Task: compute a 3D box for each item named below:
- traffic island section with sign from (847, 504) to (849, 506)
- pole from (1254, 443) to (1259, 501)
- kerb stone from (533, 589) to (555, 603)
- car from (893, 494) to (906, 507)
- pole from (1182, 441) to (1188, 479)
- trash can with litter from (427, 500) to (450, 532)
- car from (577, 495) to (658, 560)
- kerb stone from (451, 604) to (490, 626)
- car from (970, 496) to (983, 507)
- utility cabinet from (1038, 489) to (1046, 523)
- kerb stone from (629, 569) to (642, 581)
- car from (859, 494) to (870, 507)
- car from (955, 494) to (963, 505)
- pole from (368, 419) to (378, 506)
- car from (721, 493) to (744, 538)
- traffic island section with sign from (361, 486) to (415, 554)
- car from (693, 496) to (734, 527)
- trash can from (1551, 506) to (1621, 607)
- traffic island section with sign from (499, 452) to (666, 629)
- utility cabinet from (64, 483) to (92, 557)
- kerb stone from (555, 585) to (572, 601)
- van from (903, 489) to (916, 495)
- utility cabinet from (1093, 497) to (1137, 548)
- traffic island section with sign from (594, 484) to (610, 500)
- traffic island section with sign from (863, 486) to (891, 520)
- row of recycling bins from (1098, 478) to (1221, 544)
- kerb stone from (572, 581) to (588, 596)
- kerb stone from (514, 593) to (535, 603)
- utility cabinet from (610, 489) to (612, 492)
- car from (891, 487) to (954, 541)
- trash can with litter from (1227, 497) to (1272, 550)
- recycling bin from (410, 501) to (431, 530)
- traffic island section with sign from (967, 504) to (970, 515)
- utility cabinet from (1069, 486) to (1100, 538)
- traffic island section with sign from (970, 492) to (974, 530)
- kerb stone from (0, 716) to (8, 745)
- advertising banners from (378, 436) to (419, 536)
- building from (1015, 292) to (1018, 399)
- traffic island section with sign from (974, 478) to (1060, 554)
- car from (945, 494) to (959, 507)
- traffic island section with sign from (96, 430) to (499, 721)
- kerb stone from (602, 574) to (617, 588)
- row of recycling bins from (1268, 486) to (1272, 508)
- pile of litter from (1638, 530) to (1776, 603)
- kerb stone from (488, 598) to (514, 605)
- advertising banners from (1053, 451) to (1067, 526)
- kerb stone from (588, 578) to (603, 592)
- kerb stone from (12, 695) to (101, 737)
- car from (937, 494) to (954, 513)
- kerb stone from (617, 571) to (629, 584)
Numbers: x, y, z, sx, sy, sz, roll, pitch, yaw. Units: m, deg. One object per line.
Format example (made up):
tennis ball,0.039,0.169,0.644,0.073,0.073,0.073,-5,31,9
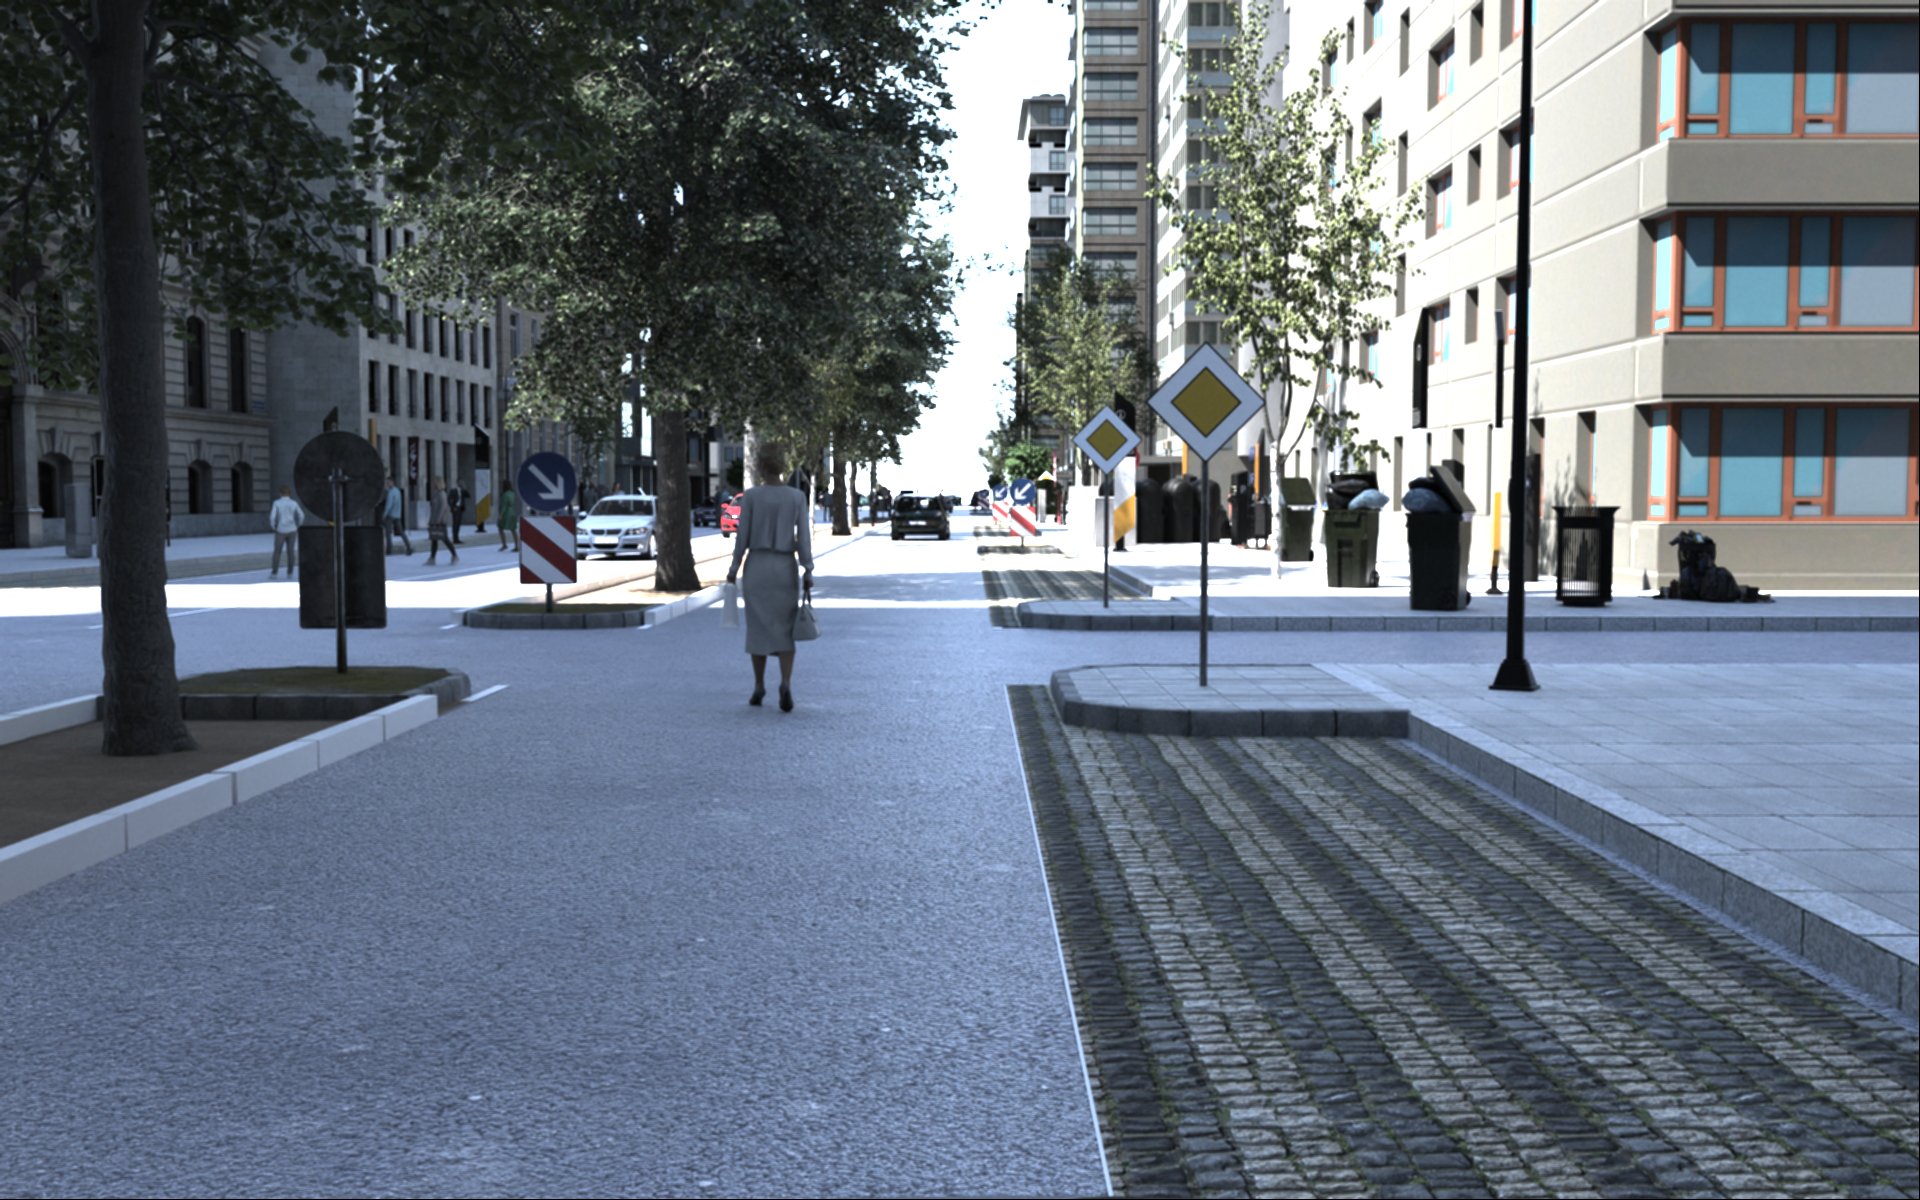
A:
traffic island section with sign,-13.856,-13.394,227.627,1.989,1.847,2.006,0,4,0
pole,11.884,-4.621,69.396,0.158,3.312,0.155,0,3,0
kerb stone,-5.463,-0.013,22.430,0.120,0.150,1.000,0,4,0
car,-6.684,-11.351,195.380,2.009,1.686,4.222,0,4,-1
pole,7.962,-4.127,61.313,0.158,3.312,0.155,0,3,0
trash can with litter,-17.654,-2.888,58.610,0.624,1.170,1.055,0,4,-4
car,-7.454,-1.652,39.020,2.014,1.417,4.499,0,4,2
kerb stone,-5.473,0.174,19.345,0.120,0.150,1.000,0,4,0
car,2.044,-11.440,196.829,2.009,1.686,4.222,0,4,2
utility cabinet,3.635,-4.152,76.570,0.318,1.500,1.173,0,4,0
kerb stone,-5.446,-0.389,28.583,0.120,0.150,1.000,0,4,0
car,-10.009,-10.775,187.967,2.131,1.459,4.920,0,4,1
car,-0.693,-12.631,218.316,2.131,1.459,4.920,0,4,-1
pole,-15.960,-3.259,47.131,0.158,3.312,0.155,0,3,0
car,-6.802,-2.979,57.746,2.155,1.783,4.494,0,4,2
traffic island section with sign,-14.357,-2.038,41.955,1.989,1.847,2.006,0,4,0
car,-10.784,-3.941,77.021,1.945,1.354,3.894,0,4,0
trash can,7.154,-0.500,19.834,0.748,1.137,0.748,0,3,0
traffic island section with sign,-4.429,-0.681,19.263,2.006,1.907,1.989,0,4,0
utility cabinet,-17.894,-1.616,35.106,0.318,1.500,1.173,-3,4,-36
kerb stone,-5.463,-0.073,23.458,0.120,0.150,1.000,0,4,0
van,-6.755,-13.473,224.665,2.240,2.365,5.245,0,4,1
utility cabinet,3.700,-1.851,41.426,1.020,1.237,0.306,-1,4,-10
traffic island section with sign,-14.290,-3.687,68.910,1.989,1.847,2.006,0,4,0
traffic island section with sign,-4.232,-5.276,94.402,2.006,1.907,1.989,0,4,0
row of recycling bins,5.269,-2.334,45.272,3.534,1.692,1.069,-2,4,-25
kerb stone,-5.466,-0.136,24.480,0.120,0.150,1.000,0,4,0
kerb stone,-5.473,0.049,21.398,0.120,0.150,1.000,0,4,0
utility cabinet,-16.084,-4.361,79.982,0.318,1.500,1.173,-1,4,-22
car,-1.217,-2.741,54.598,2.009,1.686,4.222,0,4,2
trash can with litter,6.931,-1.779,40.151,1.678,1.210,2.233,-1,4,-14
recycling bin,-19.136,-3.008,61.734,0.722,1.027,0.722,-3,4,-38
traffic island section with sign,1.625,-6.756,119.086,1.989,1.847,2.006,0,4,0
utility cabinet,3.705,-2.490,49.391,1.173,1.500,0.318,1,4,13
traffic island section with sign,1.489,-3.710,69.290,1.989,1.847,2.006,0,4,0
kerb stone,-5.493,0.776,9.559,0.120,0.150,1.000,0,4,0
advertising banners,-17.202,-3.474,52.995,2.074,3.025,0.090,2,4,34
building,14.814,-29.076,247.088,14.160,30.474,14.107,0,4,0
traffic island section with sign,1.401,-2.062,42.335,1.989,1.847,2.006,0,4,0
car,-1.112,-11.487,199.612,2.131,1.459,4.920,0,4,-2
traffic island section with sign,-4.460,-0.227,11.856,2.006,1.907,1.989,0,4,0
kerb stone,-5.449,-0.263,26.524,0.120,0.150,1.000,0,4,0
row of recycling bins,12.150,-3.136,58.386,3.534,1.692,1.069,1,4,19
pile of litter,9.093,-0.435,21.082,1.176,0.858,1.719,-1,4,-14
kerb stone,-5.468,0.111,20.376,0.120,0.150,1.000,0,4,0
advertising banners,4.020,-4.511,69.940,0.090,3.025,2.074,-1,4,-11
kerb stone,-5.461,-0.202,25.502,0.120,0.150,1.000,0,4,0
kerb stone,-5.505,0.711,10.581,0.120,0.150,1.000,0,4,0
car,-1.463,-7.379,132.649,2.014,1.417,4.499,0,4,1
kerb stone,-5.461,-0.328,27.555,0.120,0.150,1.000,0,4,0
